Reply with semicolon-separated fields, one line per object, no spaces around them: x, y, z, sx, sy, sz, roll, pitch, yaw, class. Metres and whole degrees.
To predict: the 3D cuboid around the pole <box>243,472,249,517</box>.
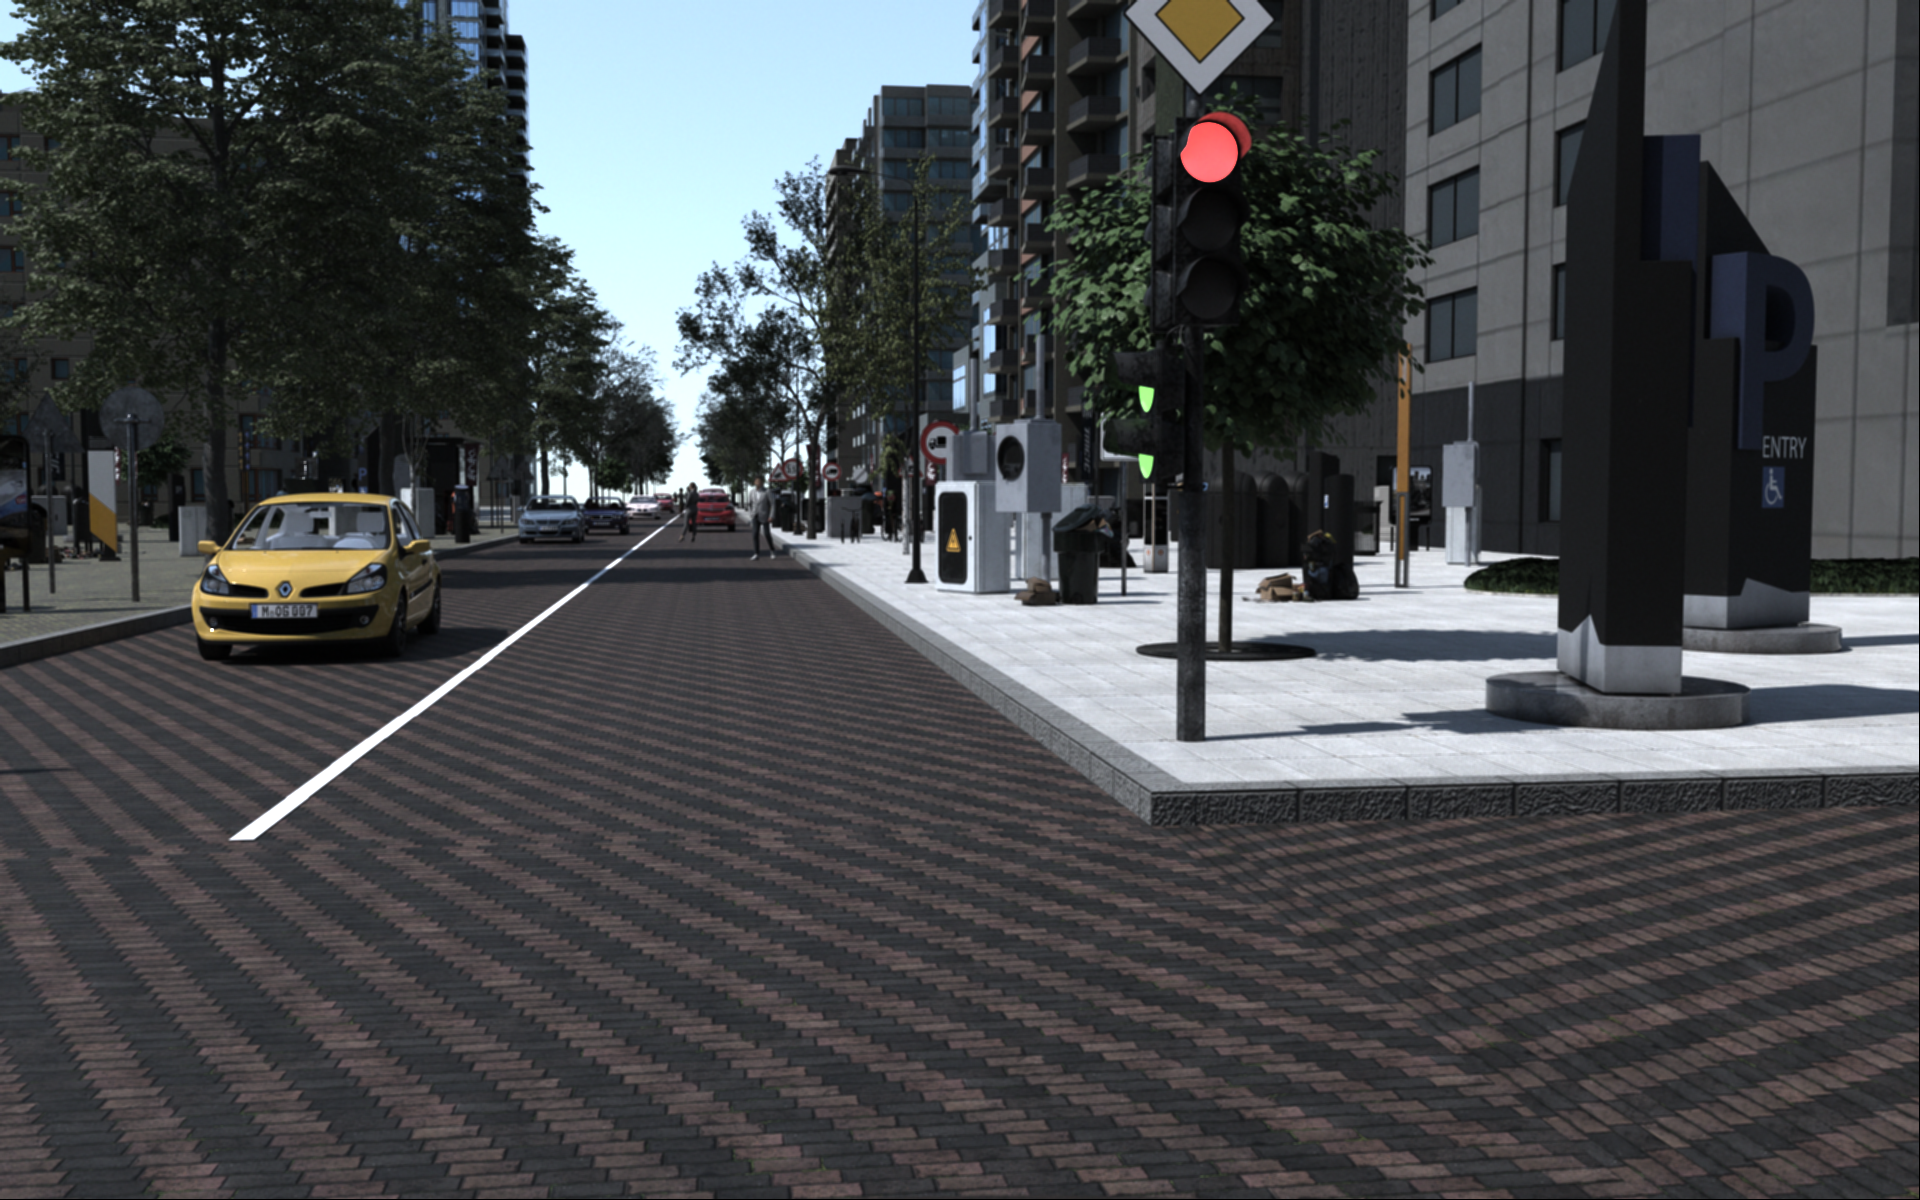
-30.240;-4.864;73.365;0.158;3.312;0.155;0;3;0;pole

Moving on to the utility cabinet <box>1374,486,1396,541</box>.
11.641;-2.309;46.434;0.318;1.500;1.173;-3;4;-36;utility cabinet

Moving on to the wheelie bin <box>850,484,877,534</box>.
-3.120;-2.918;55.616;0.980;1.594;0.693;1;4;23;wheelie bin

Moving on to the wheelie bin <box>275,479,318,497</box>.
-13.528;-1.681;35.389;0.693;1.594;0.980;3;5;42;wheelie bin

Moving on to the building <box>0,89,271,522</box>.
-48.299;-15.131;92.432;27.650;21.520;28.899;-1;4;-8;building

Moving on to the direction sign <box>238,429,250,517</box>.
-24.890;-4.176;60.271;0.876;3.537;0.379;3;5;44;direction sign

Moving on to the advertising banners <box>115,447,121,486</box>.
-27.407;-3.620;55.379;2.074;3.025;0.090;2;4;31;advertising banners

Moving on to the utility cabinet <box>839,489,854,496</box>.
-4.855;-4.213;77.558;0.318;1.500;1.173;3;5;45;utility cabinet

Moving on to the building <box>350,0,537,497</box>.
-64.784;-55.368;217.942;22.319;86.520;31.000;-1;4;-8;building

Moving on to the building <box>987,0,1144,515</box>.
13.461;-27.385;102.366;22.147;44.769;28.867;-1;4;-8;building

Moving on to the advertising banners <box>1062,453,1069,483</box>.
4.046;-4.762;74.039;0.090;3.025;2.074;-2;4;-32;advertising banners

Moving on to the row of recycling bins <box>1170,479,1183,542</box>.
6.984;-2.375;45.948;1.069;1.692;3.534;-3;5;-39;row of recycling bins

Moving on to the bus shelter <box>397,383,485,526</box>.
-19.563;-5.357;65.217;2.179;5.291;8.768;-1;4;-8;bus shelter

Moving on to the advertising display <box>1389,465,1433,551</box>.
10.120;-2.061;38.918;0.974;1.923;0.123;-1;4;-9;advertising display

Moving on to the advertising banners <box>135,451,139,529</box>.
-30.660;-4.177;64.487;0.090;3.025;2.074;-2;4;-26;advertising banners

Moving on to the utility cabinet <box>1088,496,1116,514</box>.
3.970;-2.340;49.417;1.020;1.237;0.306;-3;4;-36;utility cabinet

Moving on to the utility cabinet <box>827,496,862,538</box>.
-3.408;-2.443;51.103;1.020;1.237;0.306;-2;4;-29;utility cabinet

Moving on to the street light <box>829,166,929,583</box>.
-1.164;-3.194;24.766;1.470;5.913;1.316;-1;4;-8;street light

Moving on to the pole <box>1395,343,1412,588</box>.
6.047;-1.820;23.601;0.158;3.312;0.155;0;3;0;pole

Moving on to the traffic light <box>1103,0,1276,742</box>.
1.184;-1.223;8.909;0.839;4.253;0.868;-1;4;-8;traffic light

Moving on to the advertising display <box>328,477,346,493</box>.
-23.994;-3.764;66.747;0.974;1.923;0.123;3;4;37;advertising display

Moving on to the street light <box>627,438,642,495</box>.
-27.311;-10.449;143.390;1.470;5.913;1.316;-1;4;-8;street light

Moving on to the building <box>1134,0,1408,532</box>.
13.598;-17.925;64.772;14.160;30.474;14.107;-1;4;-8;building

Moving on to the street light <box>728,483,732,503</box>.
-16.459;-9.577;129.132;1.470;5.913;1.316;-1;4;-8;street light

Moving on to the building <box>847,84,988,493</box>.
-1.091;-35.924;206.961;23.786;49.044;30.456;-1;4;-8;building

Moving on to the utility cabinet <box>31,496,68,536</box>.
-28.277;-2.602;53.712;0.306;1.237;1.020;3;5;43;utility cabinet

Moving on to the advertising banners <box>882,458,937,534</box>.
-1.585;-3.656;55.971;2.074;3.025;0.090;2;4;26;advertising banners

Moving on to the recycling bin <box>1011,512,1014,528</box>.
1.618;-3.301;66.530;0.722;1.027;0.722;-1;4;-21;recycling bin

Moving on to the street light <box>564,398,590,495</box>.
-18.542;-6.795;83.638;1.470;5.913;1.316;-1;4;-8;street light

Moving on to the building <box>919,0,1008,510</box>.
9.213;-50.075;131.405;22.319;86.520;31.000;-1;4;-8;building

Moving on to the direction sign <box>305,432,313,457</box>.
-21.518;-3.997;57.344;0.379;3.537;0.876;0;4;-8;direction sign

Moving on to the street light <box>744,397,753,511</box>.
-9.667;-6.773;83.272;1.470;5.913;1.316;-1;4;-8;street light

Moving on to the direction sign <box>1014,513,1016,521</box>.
2.657;-5.629;84.032;0.379;3.537;0.876;1;4;13;direction sign

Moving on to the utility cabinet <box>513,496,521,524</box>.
-18.941;-3.847;74.058;0.306;1.237;1.020;-1;4;-17;utility cabinet

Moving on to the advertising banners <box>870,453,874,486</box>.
-4.022;-4.847;75.435;0.090;3.025;2.074;-1;4;-16;advertising banners

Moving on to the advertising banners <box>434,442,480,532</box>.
-17.231;-3.811;58.501;2.074;3.025;0.090;-2;4;-27;advertising banners

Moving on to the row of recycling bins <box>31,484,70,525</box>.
-37.749;-3.894;70.778;3.534;1.692;1.069;-3;4;-37;row of recycling bins

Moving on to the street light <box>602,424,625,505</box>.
-22.920;-8.632;113.668;1.470;5.913;1.316;-1;4;-8;street light

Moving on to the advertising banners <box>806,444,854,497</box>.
-4.392;-3.967;61.056;2.074;3.025;0.090;0;4;-1;advertising banners

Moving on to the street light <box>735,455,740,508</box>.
-12.086;-7.732;98.951;1.470;5.913;1.316;-1;4;-8;street light

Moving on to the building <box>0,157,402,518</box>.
-53.385;-16.869;120.849;27.650;21.520;28.899;-1;4;-8;building

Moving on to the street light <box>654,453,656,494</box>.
-34.652;-13.600;194.908;1.470;5.913;1.316;-1;4;-8;street light

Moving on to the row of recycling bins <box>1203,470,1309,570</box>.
5.607;-1.441;30.681;1.069;1.692;3.534;3;5;42;row of recycling bins

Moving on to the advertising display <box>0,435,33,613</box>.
-10.497;-0.819;18.612;0.123;1.923;0.974;3;4;37;advertising display

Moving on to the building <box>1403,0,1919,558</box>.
22.598;-36.361;32.760;20.611;71.187;20.563;-1;4;-8;building

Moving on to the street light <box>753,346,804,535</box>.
-5.604;-4.982;53.992;1.470;5.913;1.316;-1;4;-8;street light

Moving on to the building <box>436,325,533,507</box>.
-62.414;-21.048;189.173;27.650;21.520;28.899;-1;4;-8;building

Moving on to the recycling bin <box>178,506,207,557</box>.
-15.667;-1.420;35.774;0.722;1.027;0.722;-1;4;-11;recycling bin

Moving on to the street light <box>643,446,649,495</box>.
-30.421;-11.807;165.578;1.470;5.913;1.316;-1;4;-8;street light
